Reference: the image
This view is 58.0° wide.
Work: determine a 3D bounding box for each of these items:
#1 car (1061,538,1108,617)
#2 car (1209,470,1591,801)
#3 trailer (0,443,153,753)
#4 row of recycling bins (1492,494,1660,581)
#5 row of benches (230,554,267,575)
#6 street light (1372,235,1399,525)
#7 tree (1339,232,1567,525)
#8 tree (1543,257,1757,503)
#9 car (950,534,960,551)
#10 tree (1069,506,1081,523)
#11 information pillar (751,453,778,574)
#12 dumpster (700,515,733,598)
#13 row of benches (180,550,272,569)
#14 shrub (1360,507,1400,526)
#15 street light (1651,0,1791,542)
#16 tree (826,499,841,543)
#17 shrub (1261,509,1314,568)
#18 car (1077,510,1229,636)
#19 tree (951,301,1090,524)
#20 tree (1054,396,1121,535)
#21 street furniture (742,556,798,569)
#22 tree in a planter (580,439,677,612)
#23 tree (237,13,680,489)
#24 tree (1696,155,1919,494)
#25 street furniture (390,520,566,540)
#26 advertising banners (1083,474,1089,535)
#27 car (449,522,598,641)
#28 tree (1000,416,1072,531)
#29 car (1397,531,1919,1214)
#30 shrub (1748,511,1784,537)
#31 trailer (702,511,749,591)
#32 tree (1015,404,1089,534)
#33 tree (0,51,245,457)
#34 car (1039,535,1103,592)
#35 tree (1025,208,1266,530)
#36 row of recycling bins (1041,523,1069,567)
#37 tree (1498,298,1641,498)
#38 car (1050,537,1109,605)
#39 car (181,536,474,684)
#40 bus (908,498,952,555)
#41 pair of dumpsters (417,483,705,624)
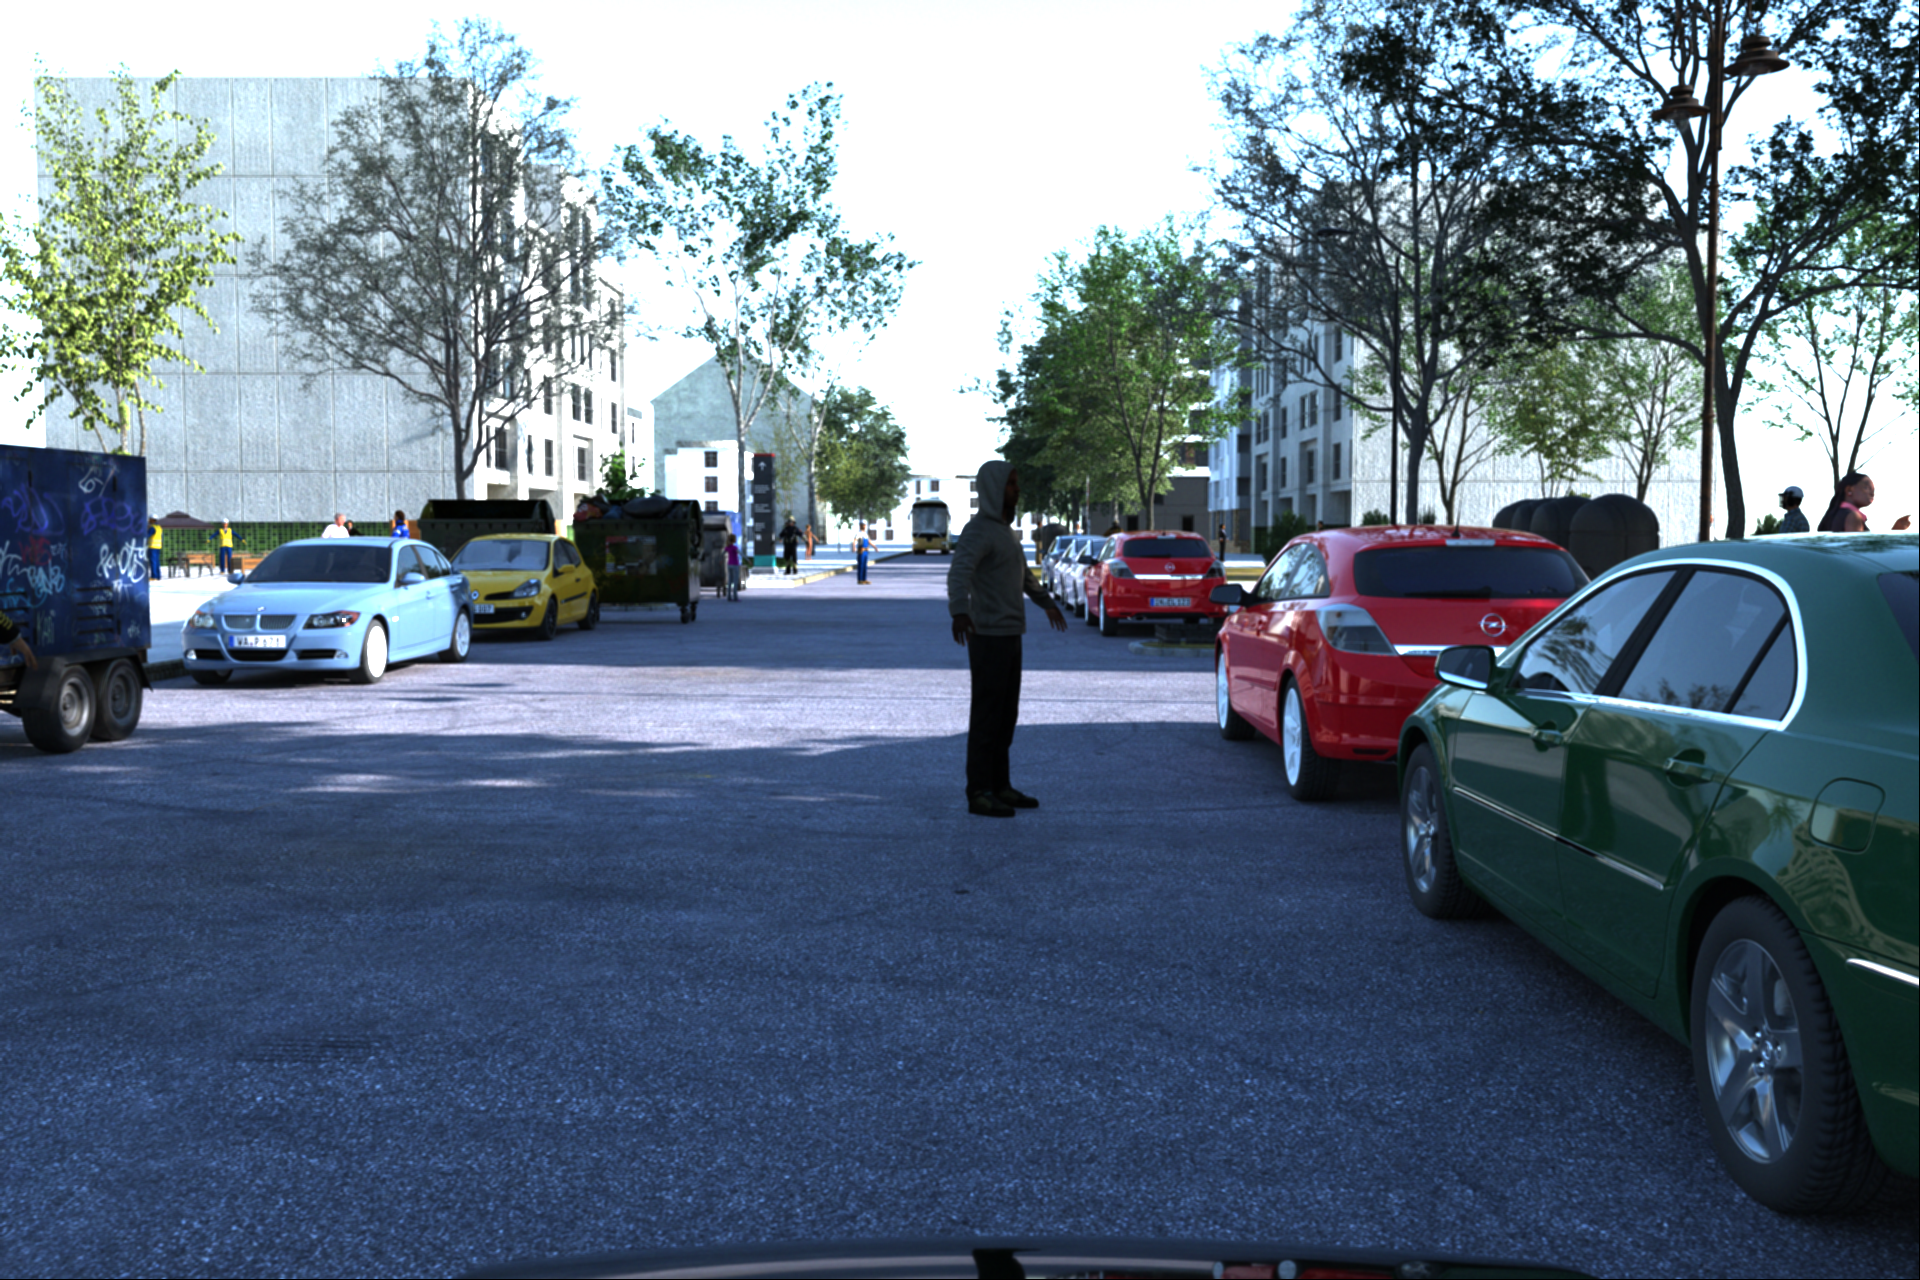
[{"bbox_3d":[2.897,-1.155,31.248,2.083,1.381,4.827,0,3,0],"label":"car"},{"bbox_3d":[2.691,-0.106,10.773,2.155,1.783,4.494,0,4,1],"label":"car"},{"bbox_3d":[-6.516,-0.237,10.926,1.471,1.999,3.904,0,4,1],"label":"trailer"},{"bbox_3d":[6.706,-0.739,19.193,1.069,1.692,3.534,0,4,1],"label":"row of recycling bins"},{"bbox_3d":[-21.263,-2.436,55.293,1.422,0.672,4.104,2,4,34],"label":"row of benches"},{"bbox_3d":[7.170,-3.293,26.381,1.470,5.913,1.316,0,4,1],"label":"street light"},{"bbox_3d":[16.966,-8.213,60.043,9.928,11.665,9.643,0,3,0],"label":"tree"},{"bbox_3d":[25.547,-8.486,64.497,9.928,11.665,9.643,0,3,0],"label":"tree"},{"bbox_3d":[-0.510,-7.332,131.669,2.131,1.459,4.920,0,4,-1],"label":"car"},{"bbox_3d":[15.970,-17.843,242.097,4.737,8.622,4.395,0,3,0],"label":"tree"},{"bbox_3d":[-6.312,-4.069,55.908,0.750,3.857,0.750,0,4,3],"label":"information pillar"},{"bbox_3d":[-6.109,-1.896,39.214,1.865,1.857,1.264,0,4,1],"label":"dumpster"},{"bbox_3d":[-27.387,-3.050,65.338,4.104,0.672,1.422,-3,5,-43],"label":"row of benches"},{"bbox_3d":[11.523,-2.679,48.215,1.690,2.028,1.600,0,3,0],"label":"shrub"},{"bbox_3d":[6.043,-2.517,13.947,0.468,5.910,1.993,0,4,1],"label":"street light"},{"bbox_3d":[-17.108,-17.775,240.985,4.360,8.622,3.978,0,3,0],"label":"tree"},{"bbox_3d":[9.604,-2.838,50.442,1.661,2.075,1.752,0,3,0],"label":"shrub"},{"bbox_3d":[2.858,-1.024,25.778,2.155,1.783,4.494,0,4,0],"label":"car"},{"bbox_3d":[6.092,-17.454,141.269,12.611,20.169,13.585,0,3,0],"label":"tree"},{"bbox_3d":[6.469,-8.410,87.861,4.360,8.622,3.978,0,3,0],"label":"tree"},{"bbox_3d":[-11.128,-3.080,65.981,5.734,0.657,10.072,-3,5,-44],"label":"street furniture"},{"bbox_3d":[-6.477,-2.183,32.915,1.991,3.239,1.994,0,4,1],"label":"tree in a planter"},{"bbox_3d":[-11.692,-7.969,40.663,12.009,13.543,11.850,0,3,0],"label":"tree"},{"bbox_3d":[24.479,-7.466,47.821,9.928,11.665,9.643,0,3,0],"label":"tree"},{"bbox_3d":[-13.868,-2.923,54.638,9.812,1.723,11.010,0,4,5],"label":"street furniture"},{"bbox_3d":[3.741,-3.381,51.469,0.090,3.025,2.074,0,4,1],"label":"advertising banners"},{"bbox_3d":[-6.326,-0.874,24.522,2.015,1.641,3.980,0,4,0],"label":"car"},{"bbox_3d":[6.823,-14.373,153.132,7.486,12.596,7.792,0,3,0],"label":"tree"},{"bbox_3d":[2.616,0.411,5.071,2.131,1.459,4.920,0,4,1],"label":"car"},{"bbox_3d":[25.976,-3.124,55.503,1.690,2.028,1.600,0,3,0],"label":"shrub"},{"bbox_3d":[-6.189,-2.207,43.127,1.471,1.999,3.904,0,4,1],"label":"trailer"},{"bbox_3d":[7.230,-11.462,113.152,9.928,11.665,9.643,0,3,0],"label":"tree"},{"bbox_3d":[-12.911,-4.640,26.231,4.737,8.622,4.395,0,3,0],"label":"tree"},{"bbox_3d":[3.055,-1.985,44.465,2.014,1.417,4.499,0,4,-1],"label":"car"},{"bbox_3d":[6.111,-8.011,56.730,9.928,11.665,9.643,0,3,0],"label":"tree"},{"bbox_3d":[3.569,-3.588,65.769,1.069,1.692,3.534,0,4,1],"label":"row of recycling bins"},{"bbox_3d":[17.705,-6.185,51.495,4.737,8.622,4.395,0,3,0],"label":"tree"},{"bbox_3d":[2.957,-1.458,36.195,2.083,1.381,4.827,0,3,0],"label":"car"},{"bbox_3d":[-6.418,-0.371,18.069,2.014,1.417,4.499,0,4,1],"label":"car"},{"bbox_3d":[-1.976,-8.035,122.915,2.896,3.916,12.252,0,4,1],"label":"bus"},{"bbox_3d":[-6.420,-1.410,28.008,4.436,2.255,1.574,0,4,1],"label":"pair of dumpsters"}]
